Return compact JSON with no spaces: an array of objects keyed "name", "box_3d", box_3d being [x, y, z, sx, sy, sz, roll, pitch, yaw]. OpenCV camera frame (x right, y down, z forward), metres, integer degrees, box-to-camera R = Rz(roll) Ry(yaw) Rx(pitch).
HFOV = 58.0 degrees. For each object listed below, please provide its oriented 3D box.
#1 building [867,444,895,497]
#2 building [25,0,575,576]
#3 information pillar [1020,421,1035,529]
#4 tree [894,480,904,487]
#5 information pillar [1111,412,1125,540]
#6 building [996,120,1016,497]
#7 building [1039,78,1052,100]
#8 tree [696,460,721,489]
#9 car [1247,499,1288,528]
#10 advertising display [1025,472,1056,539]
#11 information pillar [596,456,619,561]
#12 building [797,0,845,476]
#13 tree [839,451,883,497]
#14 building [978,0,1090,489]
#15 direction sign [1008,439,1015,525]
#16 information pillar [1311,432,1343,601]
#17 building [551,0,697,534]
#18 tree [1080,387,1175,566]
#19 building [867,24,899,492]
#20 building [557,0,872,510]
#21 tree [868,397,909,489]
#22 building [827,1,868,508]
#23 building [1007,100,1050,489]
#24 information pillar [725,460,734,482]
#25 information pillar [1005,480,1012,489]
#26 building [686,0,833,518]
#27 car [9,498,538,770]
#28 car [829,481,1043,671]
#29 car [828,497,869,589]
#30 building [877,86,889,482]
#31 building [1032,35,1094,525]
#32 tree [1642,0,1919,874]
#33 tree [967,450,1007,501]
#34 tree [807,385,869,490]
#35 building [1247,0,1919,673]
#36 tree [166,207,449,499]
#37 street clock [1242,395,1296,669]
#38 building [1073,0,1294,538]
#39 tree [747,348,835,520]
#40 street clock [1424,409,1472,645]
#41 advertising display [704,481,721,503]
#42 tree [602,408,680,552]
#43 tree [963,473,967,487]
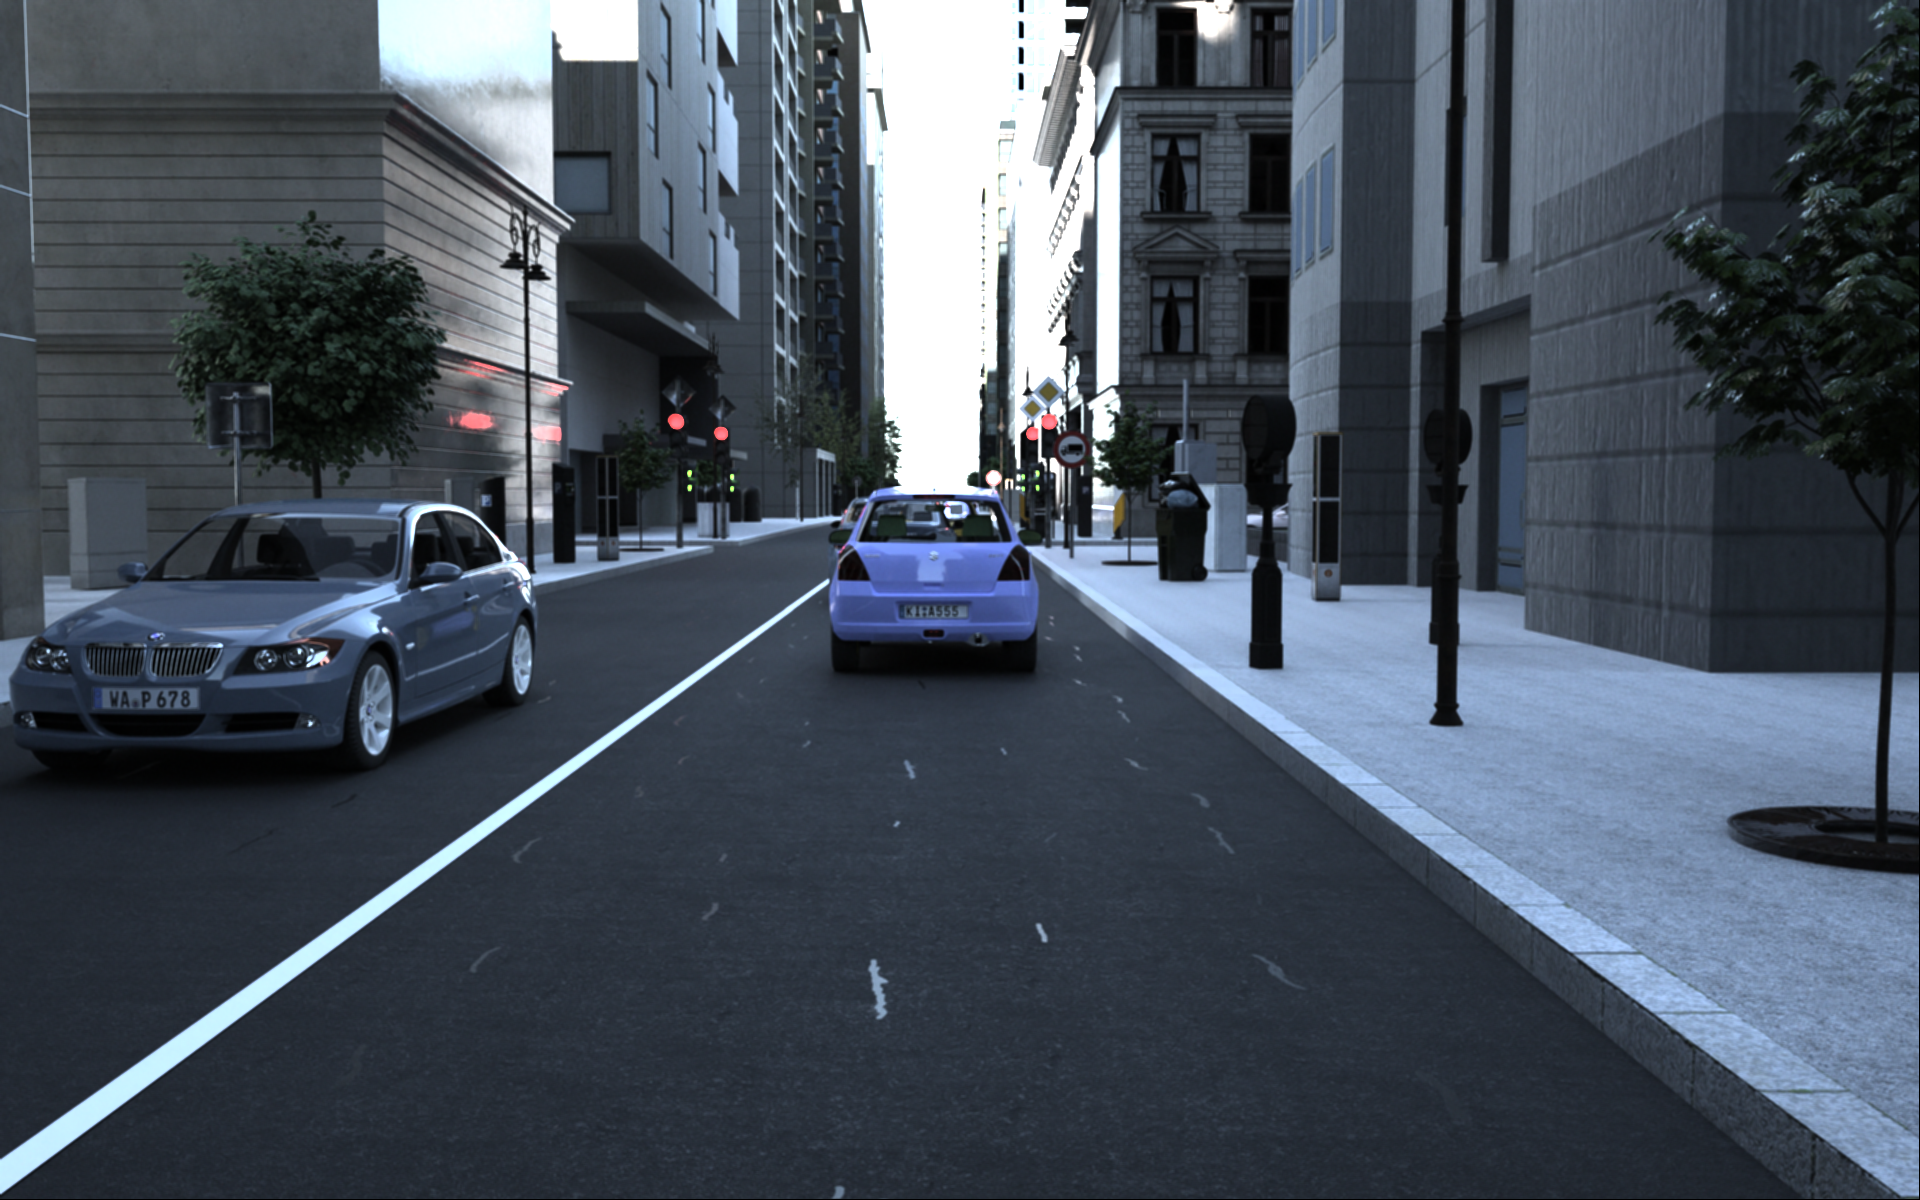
[{"name":"building","box_3d":[-25.571,-33.989,247.595,32.217,40.220,23.993,0,4,0]},{"name":"building","box_3d":[-25.819,-13.085,33.032,34.723,24.649,14.460,0,4,0]},{"name":"information pillar","box_3d":[2.151,-3.892,54.986,0.504,3.616,0.183,-1,4,-9]},{"name":"tree","box_3d":[-8.256,-15.457,247.318,1.663,3.219,1.824,0,3,0]},{"name":"information pillar","box_3d":[4.472,-3.502,48.612,0.183,3.616,0.504,-2,4,-27]},{"name":"building","box_3d":[9.847,-22.343,137.002,14.160,30.474,14.107,0,4,0]},{"name":"building","box_3d":[19.204,-28.373,155.774,32.217,40.220,23.993,0,4,0]},{"name":"tree","box_3d":[-12.721,-6.204,85.152,4.285,4.588,4.351,0,3,0]},{"name":"car","box_3d":[8.761,-1.983,44.780,4.827,1.381,2.083,0,3,0]},{"name":"advertising display","box_3d":[2.319,-2.736,49.945,0.974,1.923,0.123,2,4,31]},{"name":"information pillar","box_3d":[-6.780,-1.764,33.336,0.304,2.012,0.304,2,4,35]},{"name":"building","box_3d":[-20.756,-29.562,137.970,22.147,44.769,28.867,0,4,0]},{"name":"tree","box_3d":[-7.539,-9.027,131.299,4.285,4.588,4.351,0,3,0]},{"name":"building","box_3d":[13.335,-53.156,181.772,22.319,86.520,31.000,0,4,0]},{"name":"direction sign","box_3d":[2.084,-4.883,71.838,0.379,3.537,0.876,0,4,-7]},{"name":"information pillar","box_3d":[4.403,-0.997,20.787,0.304,2.012,0.304,0,4,1]},{"name":"building","box_3d":[-22.721,-28.904,61.812,28.713,52.752,27.495,0,4,0]},{"name":"tree","box_3d":[3.063,-2.262,31.586,1.663,3.219,1.824,0,3,0]},{"name":"building","box_3d":[-19.840,-50.843,269.529,20.563,71.187,20.611,0,4,0]},{"name":"building","box_3d":[-23.986,-36.158,180.415,28.713,52.752,27.495,0,4,0]},{"name":"tree","box_3d":[-9.486,-17.303,201.025,7.486,12.596,7.792,0,3,0]},{"name":"building","box_3d":[-15.718,-31.154,159.476,14.600,45.320,14.200,0,4,0]},{"name":"building","box_3d":[9.431,-18.124,114.344,12.078,24.808,19.932,0,4,0]},{"name":"information pillar","box_3d":[-10.792,-5.463,80.678,0.504,3.616,0.183,1,4,13]},{"name":"information pillar","box_3d":[2.482,-5.114,88.101,0.304,2.012,0.304,-1,4,-8]},{"name":"building","box_3d":[-17.862,-40.486,100.195,20.563,71.187,20.611,0,4,0]},{"name":"car","box_3d":[-3.862,0.090,10.525,2.014,1.417,4.499,0,4,1]},{"name":"car","box_3d":[-0.217,-0.350,15.322,1.945,1.707,3.694,0,4,-1]},{"name":"car","box_3d":[-0.908,-0.796,25.019,2.014,1.417,4.499,0,4,1]},{"name":"building","box_3d":[-23.763,-38.672,221.527,28.713,52.752,27.495,0,4,0]},{"name":"building","box_3d":[8.814,-14.252,83.935,10.553,20.767,40.483,0,4,0]},{"name":"tree","box_3d":[3.285,-0.718,6.344,1.663,3.219,1.824,0,3,0]},{"name":"tree","box_3d":[3.173,-8.851,128.426,4.285,4.588,4.351,0,3,0]},{"name":"tree","box_3d":[-8.480,-10.253,118.001,4.737,8.622,4.395,0,3,0]},{"name":"building","box_3d":[15.782,-29.522,24.676,21.231,58.520,28.212,0,4,0]},{"name":"tree","box_3d":[-7.492,-2.216,19.938,4.285,4.588,4.351,0,3,0]},{"name":"street clock","box_3d":[2.259,-0.499,12.723,0.358,2.002,0.471,-1,4,-14]},{"name":"building","box_3d":[13.574,-11.642,54.971,19.286,19.102,10.561,0,4,0]},{"name":"tree","box_3d":[-8.339,-8.304,86.139,4.360,8.622,3.978,0,3,0]},{"name":"street clock","box_3d":[4.131,-0.621,14.720,0.358,2.002,0.471,-1,4,-9]},{"name":"advertising display","box_3d":[-12.594,-5.089,88.419,0.974,1.923,0.123,0,4,7]},{"name":"tree","box_3d":[-7.160,-2.711,38.930,1.663,3.219,1.824,0,3,0]},{"name":"tree","box_3d":[1.836,-13.694,207.608,4.285,4.588,4.351,0,3,0]}]
